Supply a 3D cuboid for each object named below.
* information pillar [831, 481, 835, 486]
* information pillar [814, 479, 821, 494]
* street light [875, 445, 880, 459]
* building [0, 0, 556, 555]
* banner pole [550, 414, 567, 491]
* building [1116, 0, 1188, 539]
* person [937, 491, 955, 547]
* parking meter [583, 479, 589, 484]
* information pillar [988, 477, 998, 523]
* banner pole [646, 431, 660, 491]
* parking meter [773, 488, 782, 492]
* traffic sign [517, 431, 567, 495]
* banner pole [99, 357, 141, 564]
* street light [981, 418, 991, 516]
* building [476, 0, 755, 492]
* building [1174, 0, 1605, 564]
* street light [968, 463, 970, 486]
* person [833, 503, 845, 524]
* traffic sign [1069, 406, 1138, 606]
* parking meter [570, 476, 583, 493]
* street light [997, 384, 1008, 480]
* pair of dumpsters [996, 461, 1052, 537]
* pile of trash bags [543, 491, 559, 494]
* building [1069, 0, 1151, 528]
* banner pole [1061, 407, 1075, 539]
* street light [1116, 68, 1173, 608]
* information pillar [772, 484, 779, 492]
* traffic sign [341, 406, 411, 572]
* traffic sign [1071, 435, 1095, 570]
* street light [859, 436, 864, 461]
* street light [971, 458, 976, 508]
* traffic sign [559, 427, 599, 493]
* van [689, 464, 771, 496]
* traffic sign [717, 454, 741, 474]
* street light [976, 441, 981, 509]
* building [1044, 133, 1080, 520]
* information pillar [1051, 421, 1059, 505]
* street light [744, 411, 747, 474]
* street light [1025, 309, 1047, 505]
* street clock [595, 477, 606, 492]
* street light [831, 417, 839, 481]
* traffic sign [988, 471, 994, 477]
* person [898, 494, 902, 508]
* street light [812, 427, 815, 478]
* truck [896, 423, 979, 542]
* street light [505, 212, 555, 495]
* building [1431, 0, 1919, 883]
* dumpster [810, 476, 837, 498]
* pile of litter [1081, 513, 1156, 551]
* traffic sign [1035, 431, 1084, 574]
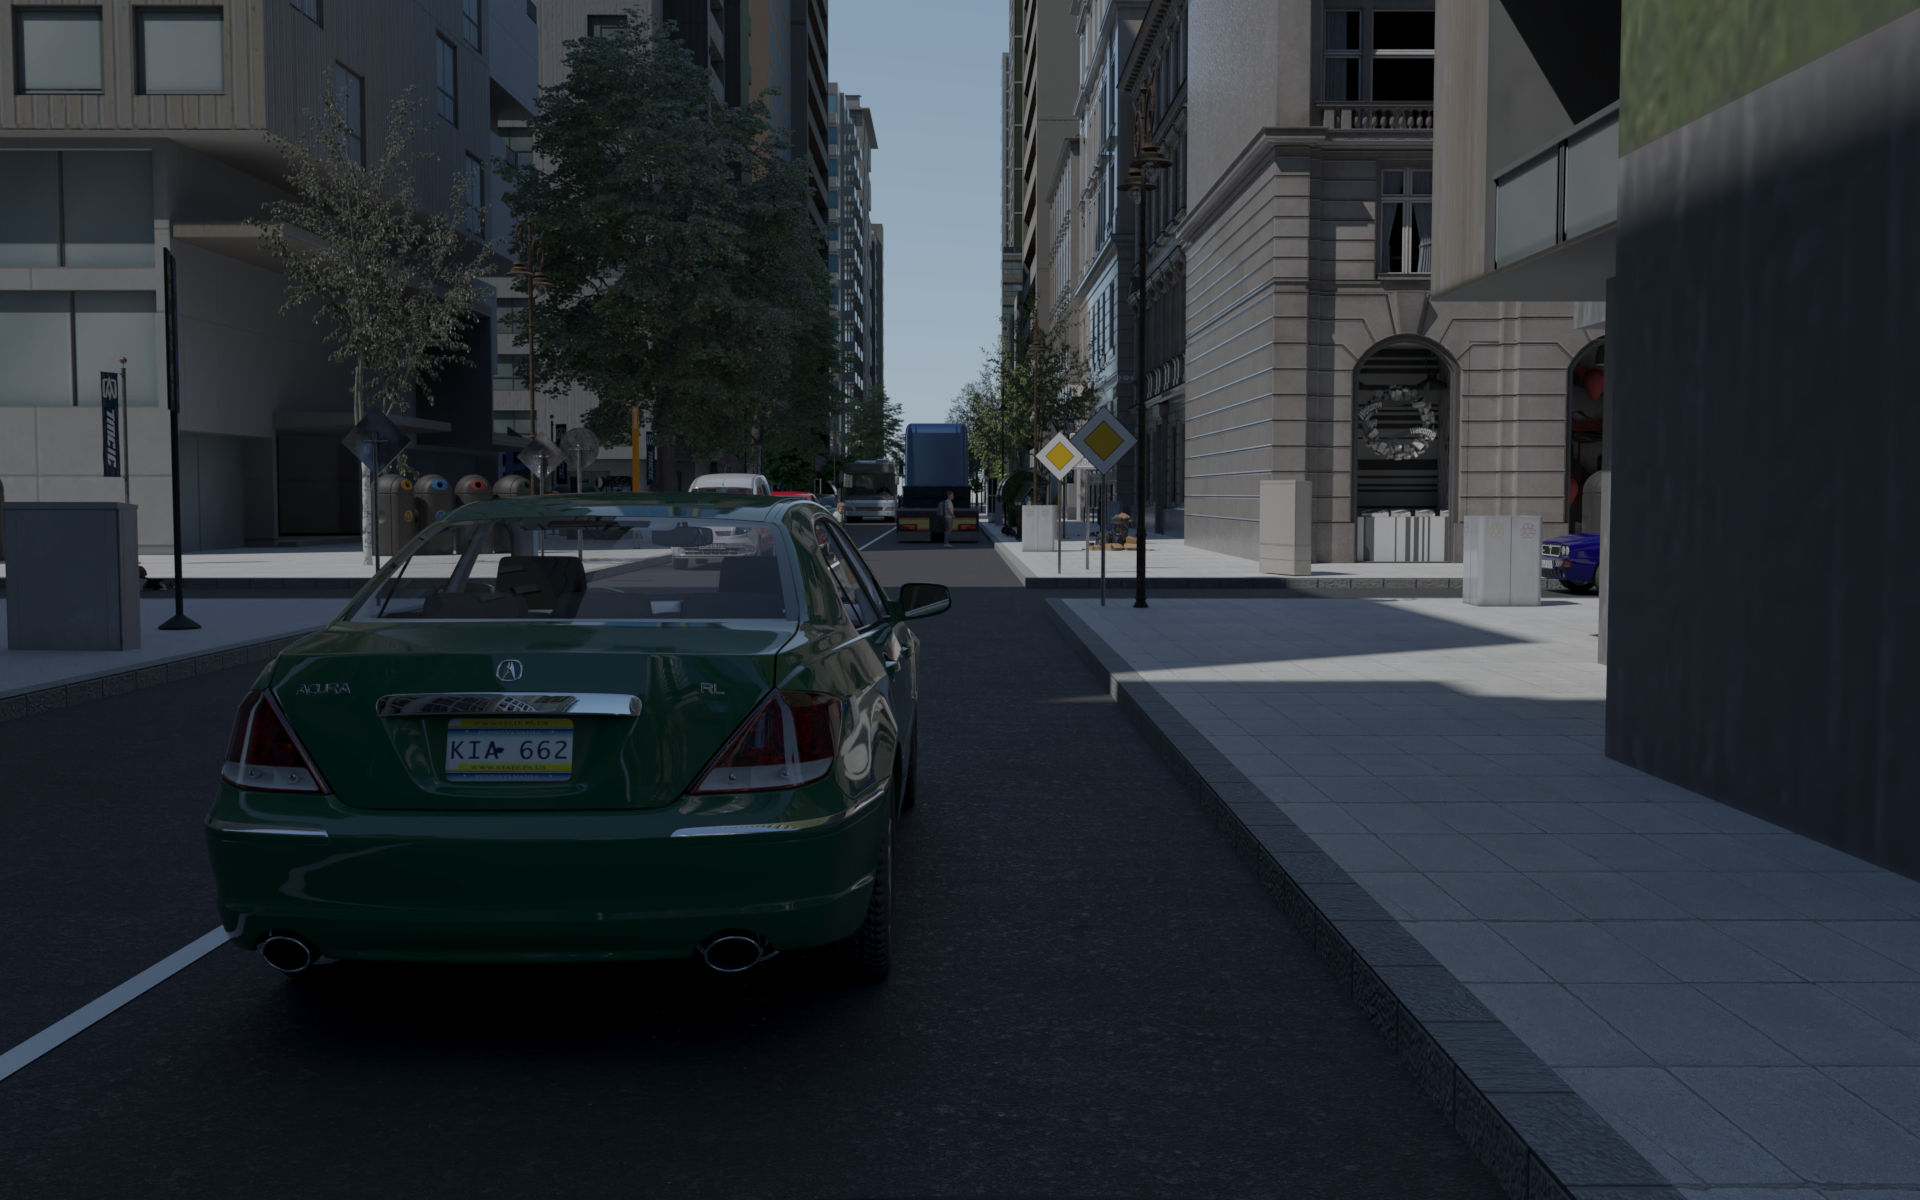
[{"bbox_3d":[-7.228,-5.660,97.028,0.304,2.012,0.304,3,4,38],"label":"information pillar"},{"bbox_3d":[-6.931,-4.885,84.361,0.304,2.012,0.304,0,4,-1],"label":"information pillar"},{"bbox_3d":[-7.804,-11.687,163.876,0.468,5.910,1.993,0,4,0],"label":"street light"},{"bbox_3d":[-27.529,-27.991,46.891,28.713,52.752,27.495,0,4,0],"label":"building"},{"bbox_3d":[-12.636,-3.940,54.433,0.863,3.779,0.401,2,4,32],"label":"banner pole"},{"bbox_3d":[11.078,-11.626,54.716,10.561,19.102,19.286,0,4,0],"label":"building"},{"bbox_3d":[-0.322,-2.189,46.892,0.503,1.515,0.523,3,5,42],"label":"person"},{"bbox_3d":[-14.514,-3.733,66.749,0.399,1.863,0.255,-1,4,-16],"label":"parking meter"},{"bbox_3d":[1.437,-4.359,75.768,0.304,2.012,0.304,-3,4,-37],"label":"information pillar"},{"bbox_3d":[-10.774,-4.340,60.980,0.401,3.779,0.863,2,4,32],"label":"banner pole"},{"bbox_3d":[-7.772,-3.999,73.797,0.372,1.533,0.369,0,3,0],"label":"parking meter"},{"bbox_3d":[-6.698,-1.475,27.763,0.795,2.450,0.064,0,4,0],"label":"traffic sign"},{"bbox_3d":[-15.298,-2.535,31.457,0.401,3.779,0.863,1,4,11],"label":"banner pole"},{"bbox_3d":[1.661,-7.911,102.128,0.468,5.910,1.993,0,4,0],"label":"street light"},{"bbox_3d":[-17.912,-19.124,84.381,14.160,30.474,14.107,0,4,0],"label":"building"},{"bbox_3d":[17.179,-11.931,36.865,24.055,21.916,13.314,0,4,0],"label":"building"},{"bbox_3d":[1.272,-12.619,179.100,0.468,5.910,1.993,0,4,0],"label":"street light"},{"bbox_3d":[-2.611,-1.457,37.002,0.352,1.250,0.332,0,4,7],"label":"person"},{"bbox_3d":[1.636,-0.988,19.799,0.795,2.450,0.064,0,4,0],"label":"traffic sign"},{"bbox_3d":[-12.742,-3.158,57.345,0.255,1.863,0.399,0,4,-1],"label":"parking meter"},{"bbox_3d":[1.805,-6.119,72.836,0.468,5.910,1.993,0,4,0],"label":"street light"},{"bbox_3d":[1.974,-3.130,53.676,1.574,2.255,4.437,0,4,0],"label":"pair of dumpsters"},{"bbox_3d":[-10.765,-2.452,49.844,3.447,1.369,1.912,2,4,32],"label":"pile of trash bags"},{"bbox_3d":[11.984,-17.626,74.092,13.634,28.700,20.117,0,4,0],"label":"building"},{"bbox_3d":[3.119,-3.671,50.043,0.401,3.779,0.863,2,4,30],"label":"banner pole"},{"bbox_3d":[2.043,-2.851,19.400,0.468,5.910,1.993,0,4,0],"label":"street light"},{"bbox_3d":[-9.628,-5.258,90.463,0.304,2.012,0.304,0,4,4],"label":"information pillar"},{"bbox_3d":[-6.658,-0.987,19.778,0.795,2.450,0.064,0,4,0],"label":"traffic sign"},{"bbox_3d":[2.157,-1.661,29.281,0.606,2.300,0.079,0,4,4],"label":"traffic sign"},{"bbox_3d":[-7.656,-9.866,134.097,0.468,5.910,1.993,0,4,0],"label":"street light"},{"bbox_3d":[1.373,-10.827,149.807,0.468,5.910,1.993,0,4,0],"label":"street light"},{"bbox_3d":[-7.278,-2.020,33.129,0.768,2.556,0.104,0,4,1],"label":"traffic sign"},{"bbox_3d":[-4.625,-1.664,34.211,2.013,2.044,4.112,0,4,0],"label":"van"},{"bbox_3d":[-7.420,-3.392,55.573,0.768,2.556,0.104,0,4,3],"label":"traffic sign"},{"bbox_3d":[1.530,-9.035,120.514,0.468,5.910,1.993,0,4,0],"label":"street light"},{"bbox_3d":[9.913,-14.943,93.474,9.793,20.994,18.267,0,4,0],"label":"building"},{"bbox_3d":[3.027,-3.904,55.182,0.183,3.616,0.504,-2,4,-23],"label":"information pillar"},{"bbox_3d":[-7.272,-5.252,58.660,0.468,5.910,1.993,0,4,0],"label":"street light"},{"bbox_3d":[1.898,-4.325,43.495,0.468,5.910,1.993,0,4,0],"label":"street light"},{"bbox_3d":[-14.965,-4.137,72.202,0.471,2.002,0.358,3,4,36],"label":"street clock"},{"bbox_3d":[-7.560,-8.055,104.487,0.468,5.910,1.993,0,4,0],"label":"street light"},{"bbox_3d":[1.890,-5.709,93.450,0.768,2.556,0.104,1,4,9],"label":"traffic sign"},{"bbox_3d":[-5.508,-8.863,156.597,0.628,1.438,0.799,-1,4,-22],"label":"person"},{"bbox_3d":[-7.442,-7.084,88.610,0.468,5.910,1.993,0,4,0],"label":"street light"},{"bbox_3d":[-0.800,-4.290,59.895,2.967,4.110,18.799,0,4,-1],"label":"truck"},{"bbox_3d":[-7.106,-3.424,28.771,0.468,5.910,1.993,0,4,0],"label":"street light"},{"bbox_3d":[10.159,-19.898,8.934,14.154,41.232,14.086,0,4,0],"label":"building"},{"bbox_3d":[-7.504,-5.616,94.318,1.502,2.255,1.985,0,4,0],"label":"dumpster"},{"bbox_3d":[3.668,-1.557,39.428,1.719,0.858,1.176,1,4,23],"label":"pile of litter"},{"bbox_3d":[1.596,-1.477,27.784,0.795,2.450,0.064,0,4,0],"label":"traffic sign"}]
